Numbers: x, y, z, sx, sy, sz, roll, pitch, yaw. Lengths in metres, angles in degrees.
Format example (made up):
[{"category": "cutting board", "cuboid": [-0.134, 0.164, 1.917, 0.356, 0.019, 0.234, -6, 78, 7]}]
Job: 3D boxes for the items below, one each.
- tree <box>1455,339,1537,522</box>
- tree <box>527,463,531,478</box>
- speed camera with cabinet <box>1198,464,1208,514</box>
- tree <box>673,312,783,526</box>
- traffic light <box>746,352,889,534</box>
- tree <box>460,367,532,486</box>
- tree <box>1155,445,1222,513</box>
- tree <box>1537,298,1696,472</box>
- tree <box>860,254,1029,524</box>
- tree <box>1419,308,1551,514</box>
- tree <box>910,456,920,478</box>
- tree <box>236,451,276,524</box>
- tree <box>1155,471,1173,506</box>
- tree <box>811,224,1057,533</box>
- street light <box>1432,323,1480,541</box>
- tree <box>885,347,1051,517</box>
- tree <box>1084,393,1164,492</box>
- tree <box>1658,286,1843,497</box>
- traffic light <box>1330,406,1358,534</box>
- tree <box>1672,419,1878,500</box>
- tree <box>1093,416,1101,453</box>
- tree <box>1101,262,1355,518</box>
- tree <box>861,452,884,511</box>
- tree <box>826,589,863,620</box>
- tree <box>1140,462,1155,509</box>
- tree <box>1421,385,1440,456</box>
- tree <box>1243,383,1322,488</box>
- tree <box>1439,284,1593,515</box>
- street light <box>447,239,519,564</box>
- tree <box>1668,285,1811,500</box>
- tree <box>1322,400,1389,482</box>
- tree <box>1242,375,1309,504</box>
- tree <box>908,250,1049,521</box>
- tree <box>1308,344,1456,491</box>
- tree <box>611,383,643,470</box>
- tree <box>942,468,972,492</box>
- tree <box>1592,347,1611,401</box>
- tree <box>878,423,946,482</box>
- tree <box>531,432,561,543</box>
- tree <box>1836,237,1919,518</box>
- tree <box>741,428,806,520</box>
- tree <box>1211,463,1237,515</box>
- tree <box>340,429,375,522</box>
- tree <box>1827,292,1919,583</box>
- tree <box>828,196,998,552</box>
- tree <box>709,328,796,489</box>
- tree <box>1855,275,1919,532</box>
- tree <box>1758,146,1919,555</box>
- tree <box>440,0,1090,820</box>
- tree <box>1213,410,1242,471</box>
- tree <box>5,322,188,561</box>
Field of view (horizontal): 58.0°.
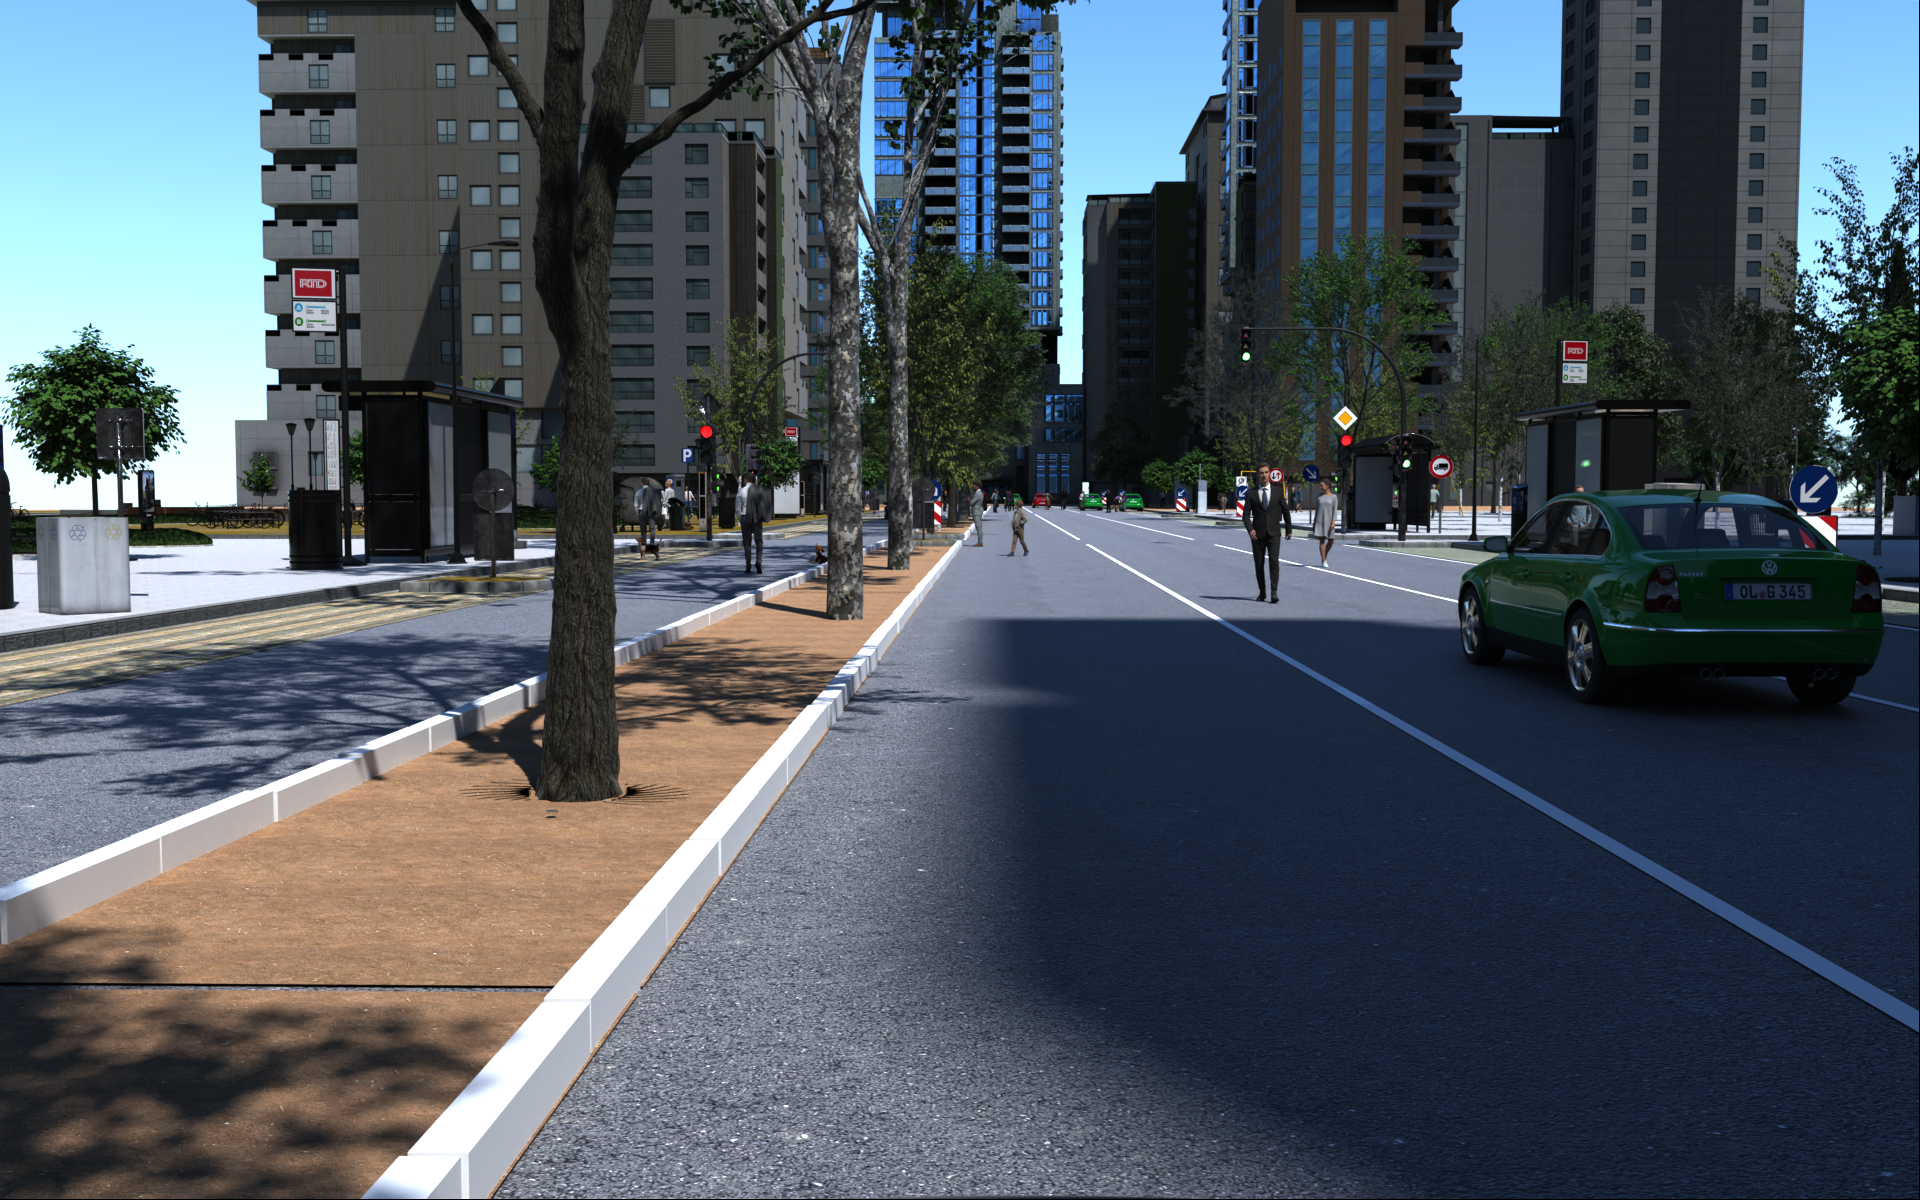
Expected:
[{"category": "tree", "cuboid": [25.027, -7.957, 80.459, 4.737, 8.622, 4.395, 0, 3, 0]}, {"category": "tree", "cuboid": [-13.402, -3.808, 56.869, 1.663, 3.219, 1.824, 0, 3, 0]}, {"category": "speed camera with cabinet", "cuboid": [15.609, -7.160, 111.409, 0.660, 3.252, 2.038, 1, 4, 9]}, {"category": "tree", "cuboid": [-9.117, -7.310, 69.882, 4.737, 8.622, 4.395, 0, 3, 0]}, {"category": "traffic light", "cuboid": [-4.625, -4.953, 55.650, 4.771, 5.953, 1.251, 0, 4, 1]}, {"category": "tree", "cuboid": [-27.025, -9.160, 100.135, 4.737, 8.622, 4.395, 0, 3, 0]}, {"category": "tree", "cuboid": [15.832, -8.052, 115.367, 4.285, 4.588, 4.351, 0, 3, 0]}, {"category": "tree", "cuboid": [38.504, -11.295, 101.680, 9.611, 12.733, 9.660, 0, 3, 0]}, {"category": "tree", "cuboid": [-0.404, -9.860, 81.790, 7.486, 12.596, 7.792, 0, 3, 0]}, {"category": "tree", "cuboid": [35.234, -12.431, 113.617, 12.009, 13.543, 11.850, 0, 3, 0]}, {"category": "tree", "cuboid": [-5.995, -14.719, 191.018, 4.360, 8.622, 3.978, 0, 3, 0]}, {"category": "tree", "cuboid": [-30.275, -4.935, 75.293, 1.663, 3.219, 1.824, 0, 3, 0]}, {"category": "tree", "cuboid": [17.730, -9.343, 147.353, 1.663, 3.219, 1.824, 0, 3, 0]}, {"category": "tree", "cuboid": [-0.941, -7.422, 58.214, 8.767, 10.594, 7.601, 0, 4, 1]}, {"category": "street light", "cuboid": [13.516, -4.567, 47.216, 1.470, 5.913, 1.316, 0, 4, 1]}, {"category": "tree", "cuboid": [0.528, -11.884, 107.129, 12.009, 13.543, 11.850, 0, 3, 0]}, {"category": "tree", "cuboid": [18.692, -17.065, 196.023, 9.611, 12.733, 9.660, 0, 3, 0]}, {"category": "tree", "cuboid": [35.829, -8.767, 77.745, 8.767, 10.594, 7.601, -3, 4, -38]}, {"category": "traffic light", "cuboid": [12.238, -4.057, 55.246, 0.839, 4.253, 0.868, 0, 4, 1]}, {"category": "tree", "cuboid": [60.039, -9.575, 119.462, 20.602, 7.101, 11.467, 2, 4, 23]}, {"category": "tree", "cuboid": [17.901, -15.679, 166.726, 12.009, 13.543, 11.850, 0, 3, 0]}, {"category": "tree", "cuboid": [15.979, -11.139, 92.491, 12.009, 13.543, 11.850, 0, 3, 0]}, {"category": "tree", "cuboid": [-7.426, -9.175, 133.730, 4.285, 4.588, 4.351, 0, 3, 0]}, {"category": "tree", "cuboid": [-2.506, -9.888, 20.016, 12.611, 20.169, 13.585, 0, 3, 0]}, {"category": "tree", "cuboid": [17.385, -10.250, 151.299, 4.285, 4.588, 4.351, 0, 3, 0]}, {"category": "tree", "cuboid": [30.100, -9.441, 104.730, 4.360, 8.622, 3.978, 0, 3, 0]}, {"category": "tree", "cuboid": [20.677, -9.927, 112.666, 4.360, 8.622, 3.978, 0, 3, 0]}, {"category": "tree", "cuboid": [19.162, -6.708, 60.037, 4.360, 8.622, 3.978, 0, 3, 0]}, {"category": "street light", "cuboid": [-8.737, -3.622, 31.767, 1.470, 5.913, 1.316, 0, 4, 1]}, {"category": "tree", "cuboid": [26.655, -6.737, 60.504, 4.360, 8.622, 3.978, 0, 3, 0]}, {"category": "tree", "cuboid": [28.261, -10.544, 122.757, 4.360, 8.622, 3.978, 0, 3, 0]}, {"category": "tree", "cuboid": [19.748, -9.424, 104.449, 4.737, 8.622, 4.395, 0, 3, 0]}, {"category": "tree", "cuboid": [0.118, -11.128, 91.057, 9.857, 13.997, 8.962, 0, 3, 0]}, {"category": "tree", "cuboid": [19.594, -7.971, 80.684, 4.737, 8.622, 4.395, 0, 3, 0]}, {"category": "tree", "cuboid": [-22.911, -9.890, 112.067, 4.360, 8.622, 3.978, 0, 3, 0]}, {"category": "tree", "cuboid": [0.106, -8.929, 98.811, 4.360, 8.622, 3.978, 0, 3, 0]}, {"category": "tree", "cuboid": [23.380, -7.231, 68.596, 4.360, 8.622, 3.978, 0, 3, 0]}, {"category": "tree", "cuboid": [-6.208, -17.559, 204.102, 9.611, 12.733, 9.660, 0, 3, 0]}, {"category": "tree", "cuboid": [-10.140, -3.142, 45.974, 1.663, 3.219, 1.824, 0, 3, 0]}, {"category": "tree", "cuboid": [53.355, -11.379, 87.870, 13.155, 14.587, 18.604, -3, 5, -43]}, {"category": "tree", "cuboid": [-9.276, -6.234, 85.632, 4.285, 4.588, 4.351, 0, 3, 0]}, {"category": "tree", "cuboid": [16.184, -6.799, 105.764, 1.663, 3.219, 1.824, 0, 3, 0]}, {"category": "tree", "cuboid": [-26.766, -5.826, 78.964, 4.285, 4.588, 4.351, 0, 3, 0]}, {"category": "tree", "cuboid": [14.449, -2.544, 25.304, 4.285, 4.588, 4.351, 0, 3, 0]}, {"category": "tree", "cuboid": [-1.193, -5.454, 41.995, 4.737, 8.622, 4.395, 0, 3, 0]}, {"category": "tree", "cuboid": [-9.083, -7.704, 76.331, 4.360, 8.622, 3.978, 0, 3, 0]}, {"category": "tree", "cuboid": [31.777, -6.657, 59.198, 4.360, 8.622, 3.978, 0, 3, 0]}, {"category": "tree", "cuboid": [19.139, -5.262, 36.394, 4.737, 8.622, 4.395, 0, 3, 0]}, {"category": "tree", "cuboid": [-1.688, -4.862, 7.704, 9.928, 11.665, 9.643, 0, 3, 0]}, {"category": "tree", "cuboid": [20.422, -10.622, 124.037, 4.737, 8.622, 4.395, 0, 3, 0]}, {"category": "tree", "cuboid": [-16.656, -3.019, 33.082, 4.285, 4.588, 4.351, 0, 3, 0]}]
